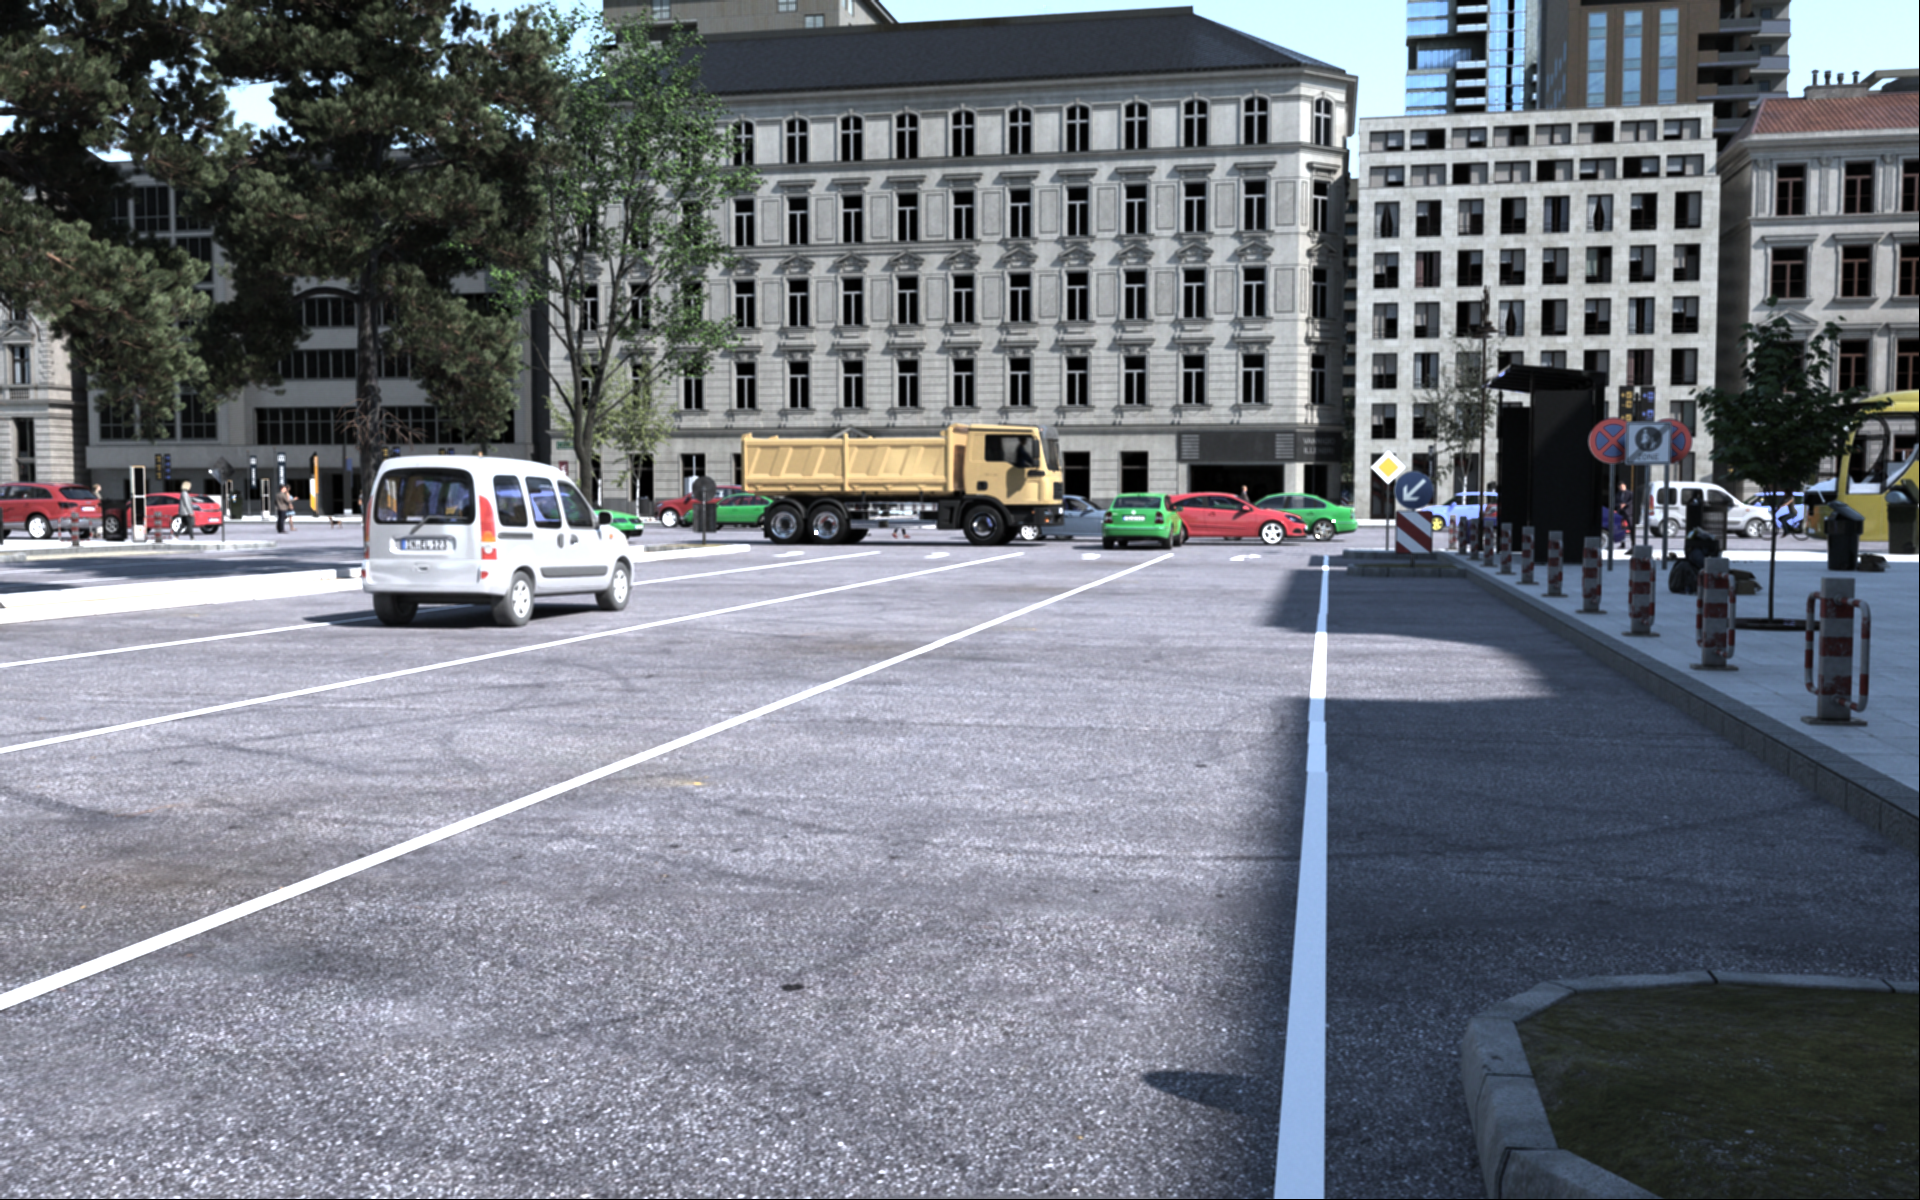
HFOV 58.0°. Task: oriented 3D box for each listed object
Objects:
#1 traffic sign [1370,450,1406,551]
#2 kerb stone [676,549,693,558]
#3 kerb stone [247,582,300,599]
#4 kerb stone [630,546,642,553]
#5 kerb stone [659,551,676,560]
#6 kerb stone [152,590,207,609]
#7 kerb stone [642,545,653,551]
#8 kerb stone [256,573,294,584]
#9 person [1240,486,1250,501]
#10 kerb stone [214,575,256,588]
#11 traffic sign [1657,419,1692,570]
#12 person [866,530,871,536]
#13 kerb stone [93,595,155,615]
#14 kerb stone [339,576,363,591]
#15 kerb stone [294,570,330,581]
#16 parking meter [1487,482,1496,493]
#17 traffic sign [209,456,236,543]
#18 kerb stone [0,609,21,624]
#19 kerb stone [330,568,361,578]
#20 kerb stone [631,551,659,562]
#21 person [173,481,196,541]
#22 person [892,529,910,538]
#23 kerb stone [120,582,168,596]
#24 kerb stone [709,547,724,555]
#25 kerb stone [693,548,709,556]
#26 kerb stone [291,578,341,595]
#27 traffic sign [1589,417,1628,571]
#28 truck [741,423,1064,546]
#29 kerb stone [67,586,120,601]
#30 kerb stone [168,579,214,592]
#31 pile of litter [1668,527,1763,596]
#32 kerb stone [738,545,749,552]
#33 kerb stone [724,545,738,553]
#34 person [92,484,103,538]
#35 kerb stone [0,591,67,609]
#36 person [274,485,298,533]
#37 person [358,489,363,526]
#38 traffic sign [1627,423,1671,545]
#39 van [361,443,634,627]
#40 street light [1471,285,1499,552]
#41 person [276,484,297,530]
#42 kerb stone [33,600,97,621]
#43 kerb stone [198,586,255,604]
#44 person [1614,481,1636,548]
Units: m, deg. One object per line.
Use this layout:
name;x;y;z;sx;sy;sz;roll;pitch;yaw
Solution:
traffic sign;9.708;-2.182;39.310;0.795;2.450;0.064;1;4;12
kerb stone;-6.348;-1.042;39.235;0.120;0.150;1.000;1;4;12
kerb stone;-9.563;-0.117;24.113;0.120;0.150;1.000;1;4;12
kerb stone;-7.969;-1.189;41.688;0.120;0.150;1.000;1;4;12
kerb stone;-6.563;-0.980;38.219;0.120;0.150;1.000;1;4;12
kerb stone;-10.006;0.010;22.081;0.120;0.150;1.000;1;4;12
kerb stone;-7.759;-1.254;42.694;0.120;0.150;1.000;1;4;12
kerb stone;-10.988;-0.327;27.553;0.120;0.150;1.000;1;4;12
person;11.222;-3.612;68.116;0.434;1.755;0.990;0;4;3
kerb stone;-11.196;-0.260;26.548;0.120;0.150;1.000;1;4;12
traffic sign;11.982;-1.790;29.381;0.768;2.556;0.104;1;4;20
person;-3.239;-3.122;59.689;0.875;1.805;0.789;2;4;28
kerb stone;-10.220;0.073;21.077;0.120;0.150;1.000;1;4;12
kerb stone;-9.137;-0.240;26.125;0.120;0.150;1.000;1;4;12
kerb stone;-10.771;-0.389;28.557;0.120;0.150;1.000;1;4;12
parking meter;24.669;-4.569;80.414;0.399;1.863;0.255;-2;4;-29
traffic sign;-19.380;-2.561;45.513;0.795;2.450;0.064;1;4;12
kerb stone;-10.651;0.192;19.060;0.120;0.150;1.000;1;4;12
kerb stone;-10.555;-0.451;29.571;0.120;0.150;1.000;1;4;12
kerb stone;-6.775;-0.917;37.210;0.120;0.150;1.000;1;4;12
person;-22.310;-2.519;49.873;0.728;1.800;0.709;-2;4;-31
person;-1.912;-2.781;56.505;0.480;1.512;0.613;3;5;42
kerb stone;-11.636;-0.143;24.534;0.120;0.150;1.000;1;4;12
kerb stone;-5.911;-1.166;41.257;0.120;0.150;1.000;1;4;12
kerb stone;-6.129;-1.104;40.247;0.120;0.150;1.000;1;4;12
kerb stone;-9.349;-0.179;25.120;0.120;0.150;1.000;1;4;12
traffic sign;10.883;-1.762;28.918;0.768;2.556;0.104;1;4;20
truck;-1.164;-3.244;48.961;9.791;3.379;3.469;1;4;13
kerb stone;-11.847;-0.082;23.529;0.120;0.150;1.000;1;4;12
kerb stone;-11.410;-0.205;25.543;0.120;0.150;1.000;1;4;12
pile of litter;9.915;-0.525;22.544;1.719;0.858;1.176;-2;4;-31
kerb stone;-5.486;-1.290;43.285;0.120;0.150;1.000;1;4;12
kerb stone;-5.696;-1.227;42.261;0.120;0.150;1.000;1;4;12
person;-28.182;-2.912;56.667;0.519;1.759;0.362;3;4;37
kerb stone;-12.060;-0.020;22.519;0.120;0.150;1.000;1;4;12
person;-24.776;-3.346;63.731;0.750;1.759;0.617;-3;4;-38
person;-27.138;-4.238;78.796;0.512;1.701;0.522;3;4;37
traffic sign;9.738;-1.372;24.564;0.606;2.300;0.079;1;4;13
van;-5.226;-0.803;20.148;2.013;2.044;4.112;1;4;12
street light;11.626;-4.019;38.495;0.468;5.910;1.993;1;4;12
person;-26.370;-3.624;67.850;0.778;1.811;0.616;-3;4;-39
kerb stone;-10.437;0.131;20.072;0.120;0.150;1.000;1;4;12
kerb stone;-9.789;-0.055;23.098;0.120;0.150;1.000;1;4;12
person;17.427;-2.230;45.406;0.683;1.767;0.568;3;5;41
